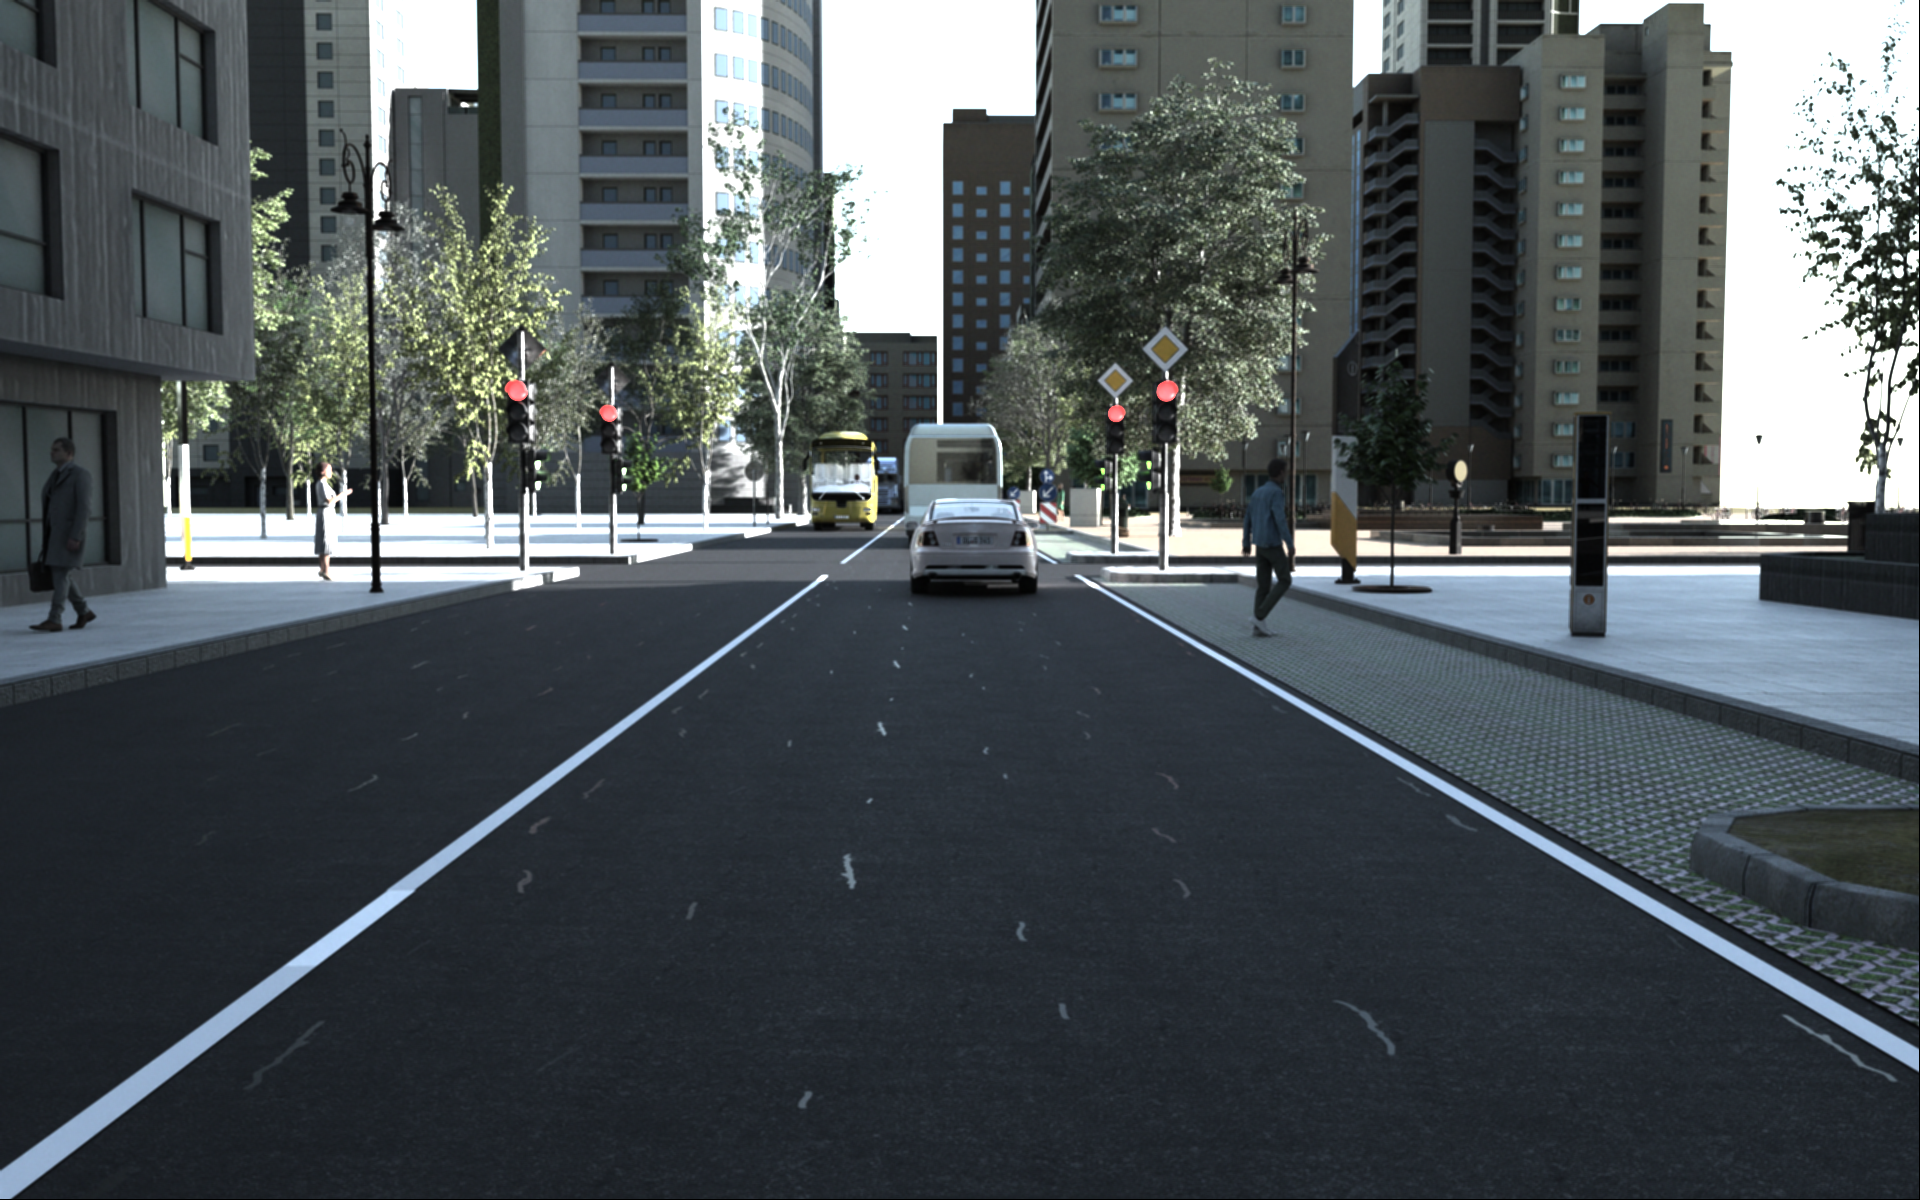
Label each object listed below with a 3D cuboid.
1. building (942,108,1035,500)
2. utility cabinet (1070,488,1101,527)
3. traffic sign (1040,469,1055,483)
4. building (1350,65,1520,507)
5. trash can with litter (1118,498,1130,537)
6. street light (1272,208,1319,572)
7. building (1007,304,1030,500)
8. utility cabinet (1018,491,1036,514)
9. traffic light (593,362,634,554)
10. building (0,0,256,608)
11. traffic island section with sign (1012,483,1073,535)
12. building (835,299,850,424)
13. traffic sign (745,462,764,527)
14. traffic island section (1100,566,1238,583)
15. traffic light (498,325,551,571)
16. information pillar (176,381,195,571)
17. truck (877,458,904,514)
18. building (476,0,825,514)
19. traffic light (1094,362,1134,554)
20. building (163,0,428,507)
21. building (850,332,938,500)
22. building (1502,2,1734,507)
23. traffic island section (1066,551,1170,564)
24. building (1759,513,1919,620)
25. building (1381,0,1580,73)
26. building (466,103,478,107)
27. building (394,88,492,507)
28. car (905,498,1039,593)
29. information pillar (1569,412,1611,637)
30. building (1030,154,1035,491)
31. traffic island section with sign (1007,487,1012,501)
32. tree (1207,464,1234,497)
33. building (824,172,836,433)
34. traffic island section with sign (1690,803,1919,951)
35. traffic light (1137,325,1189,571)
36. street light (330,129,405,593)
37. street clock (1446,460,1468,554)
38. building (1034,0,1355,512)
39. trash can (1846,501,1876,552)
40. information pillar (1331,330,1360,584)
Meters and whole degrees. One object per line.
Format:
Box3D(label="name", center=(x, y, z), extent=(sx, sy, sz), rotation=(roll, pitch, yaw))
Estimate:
Box3D(label="building", center=(5.033, -33.905, 204.449), extent=(14.200, 45.320, 14.600), rotation=(0, 4, -1))
Box3D(label="utility cabinet", center=(4.786, -3.515, 66.149), extent=(1.173, 1.500, 0.318), rotation=(2, 4, 31))
Box3D(label="traffic sign", center=(4.388, -5.329, 87.239), extent=(0.768, 2.556, 0.104), rotation=(0, 4, 5))
Box3D(label="building", center=(47.864, -32.323, 178.591), extent=(14.200, 45.320, 14.600), rotation=(0, 4, -1))
Box3D(label="trash can with litter", center=(4.855, -2.459, 51.596), extent=(0.624, 1.170, 1.055), rotation=(0, 4, -7))
Box3D(label="street light", center=(5.454, -3.397, 28.336), extent=(0.468, 5.910, 1.993), rotation=(0, 4, -1))
Box3D(label="building", center=(19.138, -19.993, 171.932), extent=(27.650, 21.520, 28.899), rotation=(0, 4, -1))
Box3D(label="utility cabinet", center=(4.193, -6.120, 108.740), extent=(1.173, 1.500, 0.318), rotation=(2, 4, 33))
Box3D(label="traffic light", center=(-7.375, -2.929, 36.807), extent=(0.839, 4.253, 0.868), rotation=(0, 4, -1))
Box3D(label="building", center=(-16.808, -20.529, 19.239), extent=(14.086, 41.232, 14.154), rotation=(0, 4, -1))
Box3D(label="traffic island section with sign", center=(2.980, -3.247, 61.723), extent=(1.989, 1.847, 2.006), rotation=(0, 4, -1))
Box3D(label="building", center=(-26.456, -20.033, 172.574), extent=(28.899, 21.520, 27.650), rotation=(0, 4, -1))
Box3D(label="traffic sign", center=(-8.046, -4.136, 67.733), extent=(0.768, 2.556, 0.104), rotation=(0, 4, 6))
Box3D(label="traffic island section", center=(3.437, -0.417, 29.102), extent=(2.009, 0.180, 2.903), rotation=(0, 4, -1))
Box3D(label="traffic light", center=(-7.263, -2.440, 28.823), extent=(0.839, 4.253, 0.868), rotation=(0, 4, -1))
Box3D(label="information pillar", center=(-13.076, -2.313, 29.175), extent=(0.183, 3.616, 0.504), rotation=(-2, 4, -33))
Box3D(label="truck", center=(-5.703, -8.798, 133.613), extent=(2.967, 4.110, 18.799), rotation=(0, 3, 0))
Box3D(label="building", center=(-21.289, -35.693, 125.573), extent=(21.231, 58.520, 28.212), rotation=(0, 4, -1))
Box3D(label="traffic light", center=(3.285, -2.939, 36.972), extent=(0.839, 4.253, 0.868), rotation=(0, 4, -1))
Box3D(label="building", center=(-66.022, -45.014, 174.227), extent=(20.611, 71.187, 20.563), rotation=(0, 4, -1))
Box3D(label="building", center=(-17.153, -22.413, 211.496), extent=(28.899, 21.520, 27.650), rotation=(0, 4, -1))
Box3D(label="building", center=(65.792, -33.818, 176.631), extent=(21.600, 48.544, 21.300), rotation=(0, 4, -1))
Box3D(label="traffic island section", center=(3.326, -0.906, 37.086), extent=(2.009, 0.180, 2.903), rotation=(0, 4, -1))
Box3D(label="building", center=(19.496, -28.527, 8.410), extent=(21.231, 58.520, 28.212), rotation=(0, 4, -1))
Box3D(label="building", center=(62.730, -47.009, 206.844), extent=(20.611, 71.187, 20.563), rotation=(0, 4, -1))
Box3D(label="building", center=(-68.437, -35.988, 208.005), extent=(30.456, 49.044, 23.786), rotation=(0, 4, -1))
Box3D(label="building", center=(-48.711, -30.234, 177.925), extent=(14.086, 41.232, 14.154), rotation=(0, 4, -1))
Box3D(label="car", center=(0.191, -0.862, 26.451), extent=(2.083, 1.381, 4.827), rotation=(0, 4, 0))
Box3D(label="information pillar", center=(5.685, -0.682, 15.639), extent=(0.304, 2.012, 0.304), rotation=(1, 4, 16))
Box3D(label="building", center=(12.933, -23.137, 149.986), extent=(14.160, 30.474, 14.107), rotation=(0, 4, -1))
Box3D(label="traffic island section with sign", center=(2.615, -4.896, 88.676), extent=(1.989, 1.847, 2.006), rotation=(0, 4, -1))
Box3D(label="tree", center=(16.610, -7.104, 110.758), extent=(1.663, 3.219, 1.824), rotation=(0, 3, 0))
Box3D(label="building", center=(-18.059, -23.077, 149.004), extent=(14.160, 30.474, 14.107), rotation=(0, 4, -1))
Box3D(label="traffic island section with sign", center=(3.765, 0.155, 6.097), extent=(1.989, 1.847, 2.006), rotation=(0, 4, -1))
Box3D(label="traffic light", center=(3.397, -2.451, 28.987), extent=(0.839, 4.253, 0.868), rotation=(0, 4, -1))
Box3D(label="street light", center=(-7.619, -3.037, 22.437), extent=(0.468, 5.910, 1.993), rotation=(0, 4, -1))
Box3D(label="street clock", center=(10.554, -1.974, 36.839), extent=(0.471, 2.002, 0.358), rotation=(-3, 4, -37))
Box3D(label="building", center=(16.920, -31.050, 131.371), extent=(21.300, 48.544, 21.600), rotation=(0, 4, -1))
Box3D(label="trash can", center=(19.072, -1.521, 36.528), extent=(0.748, 1.137, 0.748), rotation=(0, 3, 0))
Box3D(label="information pillar", center=(5.494, -2.038, 24.680), extent=(0.504, 3.616, 0.183), rotation=(-3, 4, -37))
